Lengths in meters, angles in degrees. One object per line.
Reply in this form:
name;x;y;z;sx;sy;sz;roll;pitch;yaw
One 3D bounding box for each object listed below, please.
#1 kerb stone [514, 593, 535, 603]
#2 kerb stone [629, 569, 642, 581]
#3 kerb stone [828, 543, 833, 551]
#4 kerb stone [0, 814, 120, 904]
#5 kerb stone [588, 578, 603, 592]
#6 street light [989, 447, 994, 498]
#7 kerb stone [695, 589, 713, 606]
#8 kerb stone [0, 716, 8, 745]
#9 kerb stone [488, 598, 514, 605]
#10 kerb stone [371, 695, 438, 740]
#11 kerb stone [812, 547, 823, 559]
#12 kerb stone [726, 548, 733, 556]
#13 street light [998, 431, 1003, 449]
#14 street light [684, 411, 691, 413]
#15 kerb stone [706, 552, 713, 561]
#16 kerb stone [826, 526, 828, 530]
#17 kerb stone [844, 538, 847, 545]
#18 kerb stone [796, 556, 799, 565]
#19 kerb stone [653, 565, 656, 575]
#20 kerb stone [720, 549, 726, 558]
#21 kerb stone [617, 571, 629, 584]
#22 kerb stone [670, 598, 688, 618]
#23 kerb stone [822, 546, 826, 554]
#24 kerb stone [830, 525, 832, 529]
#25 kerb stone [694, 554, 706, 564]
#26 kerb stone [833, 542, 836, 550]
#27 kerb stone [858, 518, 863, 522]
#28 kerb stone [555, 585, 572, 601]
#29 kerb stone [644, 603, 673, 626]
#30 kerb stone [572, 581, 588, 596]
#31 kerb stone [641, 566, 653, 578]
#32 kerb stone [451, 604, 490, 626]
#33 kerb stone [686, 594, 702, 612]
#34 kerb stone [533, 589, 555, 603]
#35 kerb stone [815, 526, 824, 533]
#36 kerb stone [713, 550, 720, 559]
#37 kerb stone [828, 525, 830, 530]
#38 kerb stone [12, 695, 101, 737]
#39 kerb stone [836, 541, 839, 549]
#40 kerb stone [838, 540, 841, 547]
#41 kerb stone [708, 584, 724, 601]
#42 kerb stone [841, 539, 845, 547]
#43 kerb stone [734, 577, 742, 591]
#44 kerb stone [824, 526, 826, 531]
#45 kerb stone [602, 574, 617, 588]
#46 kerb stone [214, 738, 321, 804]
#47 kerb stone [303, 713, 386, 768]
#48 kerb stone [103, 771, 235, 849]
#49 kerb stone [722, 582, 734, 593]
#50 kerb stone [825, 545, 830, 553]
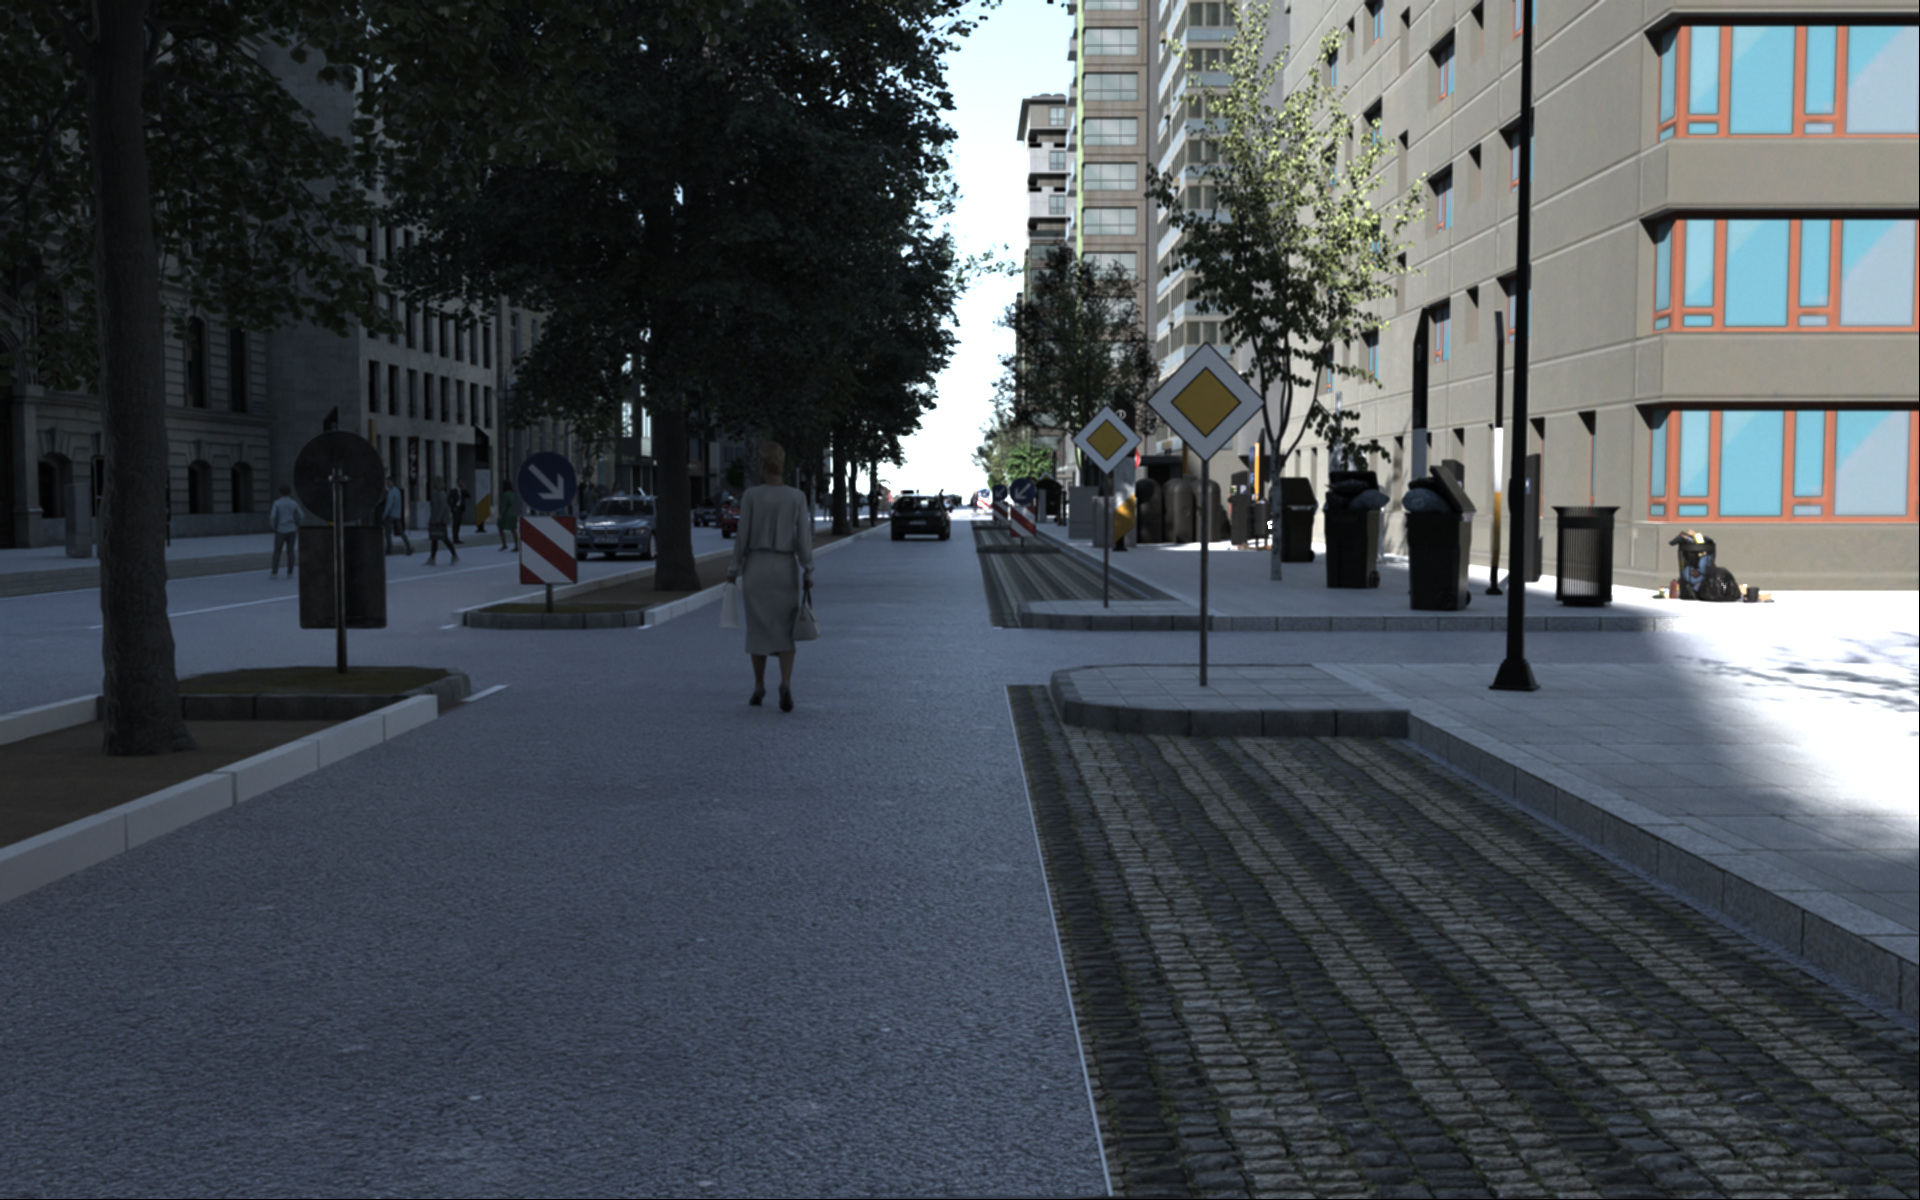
kerb stone;-5.473;0.049;21.398;0.120;0.150;1.000;0;4;0
kerb stone;-5.446;-0.389;28.583;0.120;0.150;1.000;0;4;0
kerb stone;-3.308;-1.268;42.921;0.120;0.150;1.000;0;4;0
kerb stone;-3.409;0.963;6.444;0.120;0.150;1.000;0;4;0
kerb stone;-5.461;-0.202;25.502;0.120;0.150;1.000;0;4;0
street light;3.495;-12.114;170.600;1.470;5.913;1.316;0;4;0
kerb stone;-3.363;-0.012;22.436;0.120;0.150;1.000;0;4;0
kerb stone;-5.493;0.776;9.559;0.120;0.150;1.000;0;4;0
kerb stone;-5.468;0.111;20.376;0.120;0.150;1.000;0;4;0
kerb stone;-3.400;0.711;10.566;0.120;0.150;1.000;0;4;0
kerb stone;-3.314;-1.071;39.847;0.120;0.150;1.000;0;4;0
kerb stone;-5.417;-1.079;39.845;0.120;0.150;1.000;0;4;0
street light;3.492;-9.464;127.277;1.470;5.913;1.316;0;4;0
street light;-15.635;-7.580;96.468;1.470;5.913;1.316;0;4;0
kerb stone;-5.432;-0.892;36.779;0.120;0.150;1.000;0;4;0
kerb stone;-5.340;-2.771;67.525;0.120;0.150;1.000;0;4;0
kerb stone;-3.298;-1.581;48.046;0.120;0.150;1.000;0;4;0
kerb stone;-3.325;-0.890;36.778;0.120;0.150;1.000;0;4;0
kerb stone;-5.441;-0.516;30.632;0.120;0.150;1.000;0;4;0
kerb stone;-5.425;-1.004;38.824;0.120;0.150;1.000;0;4;0
kerb stone;-5.461;-0.328;27.555;0.120;0.150;1.000;0;4;0
kerb stone;-3.369;0.111;20.385;0.120;0.150;1.000;0;4;0
kerb stone;-3.319;-1.140;40.868;0.120;0.150;1.000;0;4;0
kerb stone;-5.328;-2.897;69.569;0.120;0.150;1.000;0;4;0
kerb stone;-5.433;-0.829;35.755;0.120;0.150;1.000;0;4;0
kerb stone;-3.308;-1.330;43.943;0.120;0.150;1.000;0;4;0
kerb stone;-5.273;-4.338;93.125;0.120;0.150;1.000;0;4;0
kerb stone;-5.463;-0.073;23.458;0.120;0.150;1.000;0;4;0
kerb stone;-3.378;0.174;19.357;0.120;0.150;1.000;0;4;0
kerb stone;-5.466;-0.136;24.480;0.120;0.150;1.000;0;4;0
kerb stone;-5.446;-0.452;29.610;0.120;0.150;1.000;0;4;0
kerb stone;-5.473;0.174;19.345;0.120;0.150;1.000;0;4;0
kerb stone;-3.359;0.056;21.414;0.120;0.150;1.000;0;4;0
kerb stone;-5.463;-0.013;22.430;0.120;0.150;1.000;0;4;0
kerb stone;-5.347;-2.647;65.467;0.120;0.150;1.000;0;4;0
kerb stone;-5.425;-0.954;37.801;0.120;0.150;1.000;0;4;0
kerb stone;-5.342;-2.835;68.547;0.120;0.150;1.000;0;4;0
kerb stone;-5.505;0.711;10.581;0.120;0.150;1.000;0;4;0
kerb stone;-3.303;-1.390;44.965;0.120;0.150;1.000;0;4;0
kerb stone;-3.310;-1.455;45.987;0.120;0.150;1.000;0;4;0
kerb stone;-3.361;-0.077;23.460;0.120;0.150;1.000;0;4;0
kerb stone;-3.292;-1.518;47.017;0.120;0.150;1.000;0;4;0
kerb stone;-3.358;-0.203;25.507;0.120;0.150;1.000;0;4;0
kerb stone;-5.346;-2.707;66.495;0.120;0.150;1.000;0;4;0
kerb stone;-5.449;-0.263;26.524;0.120;0.150;1.000;0;4;0
kerb stone;-3.400;0.837;8.504;0.120;0.150;1.000;0;4;0
kerb stone;-3.402;0.775;9.532;0.120;0.150;1.000;0;4;0
kerb stone;-3.411;0.904;7.473;0.120;0.150;1.000;0;4;0
kerb stone;-3.360;-0.140;24.485;0.120;0.150;1.000;0;4;0
kerb stone;-3.313;-1.201;41.893;0.120;0.150;1.000;0;4;0
